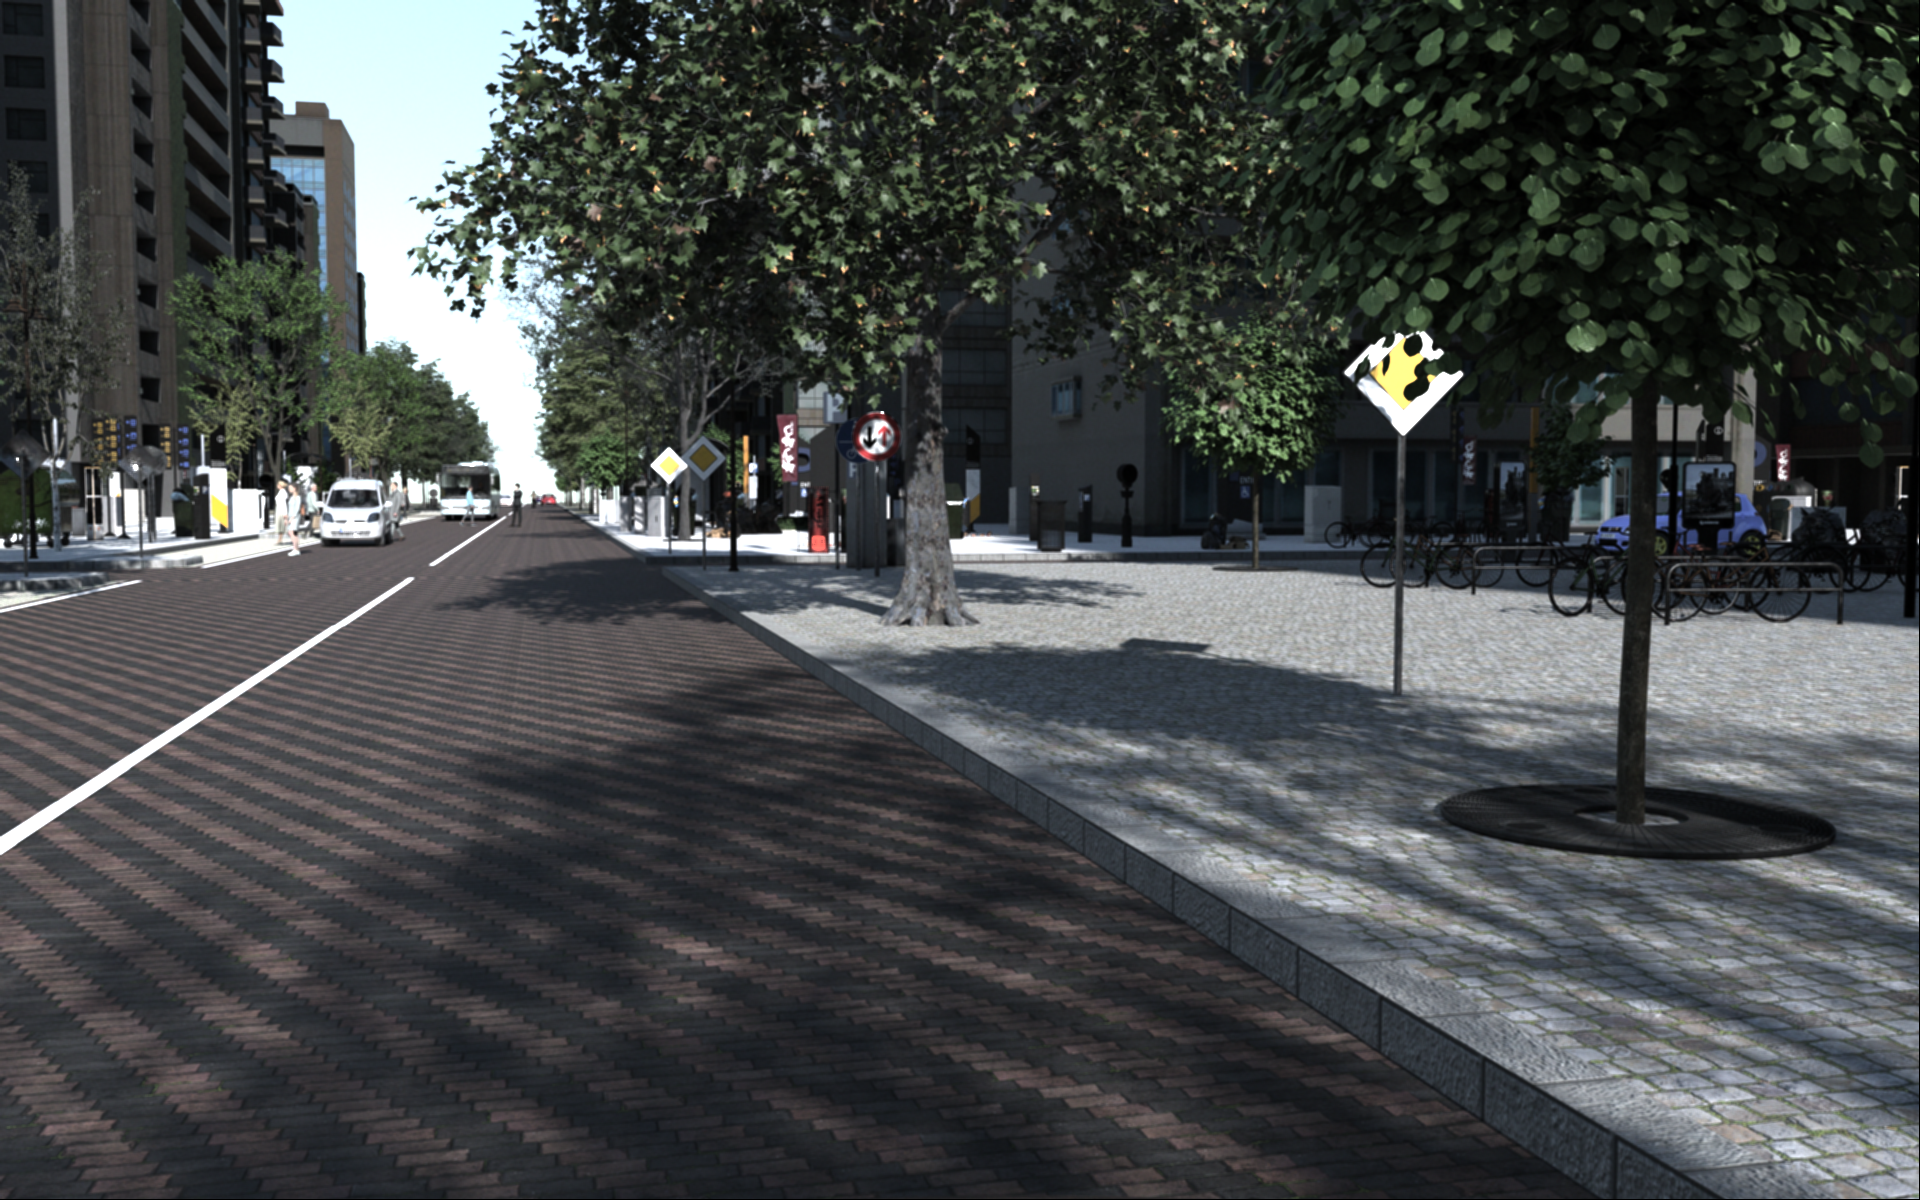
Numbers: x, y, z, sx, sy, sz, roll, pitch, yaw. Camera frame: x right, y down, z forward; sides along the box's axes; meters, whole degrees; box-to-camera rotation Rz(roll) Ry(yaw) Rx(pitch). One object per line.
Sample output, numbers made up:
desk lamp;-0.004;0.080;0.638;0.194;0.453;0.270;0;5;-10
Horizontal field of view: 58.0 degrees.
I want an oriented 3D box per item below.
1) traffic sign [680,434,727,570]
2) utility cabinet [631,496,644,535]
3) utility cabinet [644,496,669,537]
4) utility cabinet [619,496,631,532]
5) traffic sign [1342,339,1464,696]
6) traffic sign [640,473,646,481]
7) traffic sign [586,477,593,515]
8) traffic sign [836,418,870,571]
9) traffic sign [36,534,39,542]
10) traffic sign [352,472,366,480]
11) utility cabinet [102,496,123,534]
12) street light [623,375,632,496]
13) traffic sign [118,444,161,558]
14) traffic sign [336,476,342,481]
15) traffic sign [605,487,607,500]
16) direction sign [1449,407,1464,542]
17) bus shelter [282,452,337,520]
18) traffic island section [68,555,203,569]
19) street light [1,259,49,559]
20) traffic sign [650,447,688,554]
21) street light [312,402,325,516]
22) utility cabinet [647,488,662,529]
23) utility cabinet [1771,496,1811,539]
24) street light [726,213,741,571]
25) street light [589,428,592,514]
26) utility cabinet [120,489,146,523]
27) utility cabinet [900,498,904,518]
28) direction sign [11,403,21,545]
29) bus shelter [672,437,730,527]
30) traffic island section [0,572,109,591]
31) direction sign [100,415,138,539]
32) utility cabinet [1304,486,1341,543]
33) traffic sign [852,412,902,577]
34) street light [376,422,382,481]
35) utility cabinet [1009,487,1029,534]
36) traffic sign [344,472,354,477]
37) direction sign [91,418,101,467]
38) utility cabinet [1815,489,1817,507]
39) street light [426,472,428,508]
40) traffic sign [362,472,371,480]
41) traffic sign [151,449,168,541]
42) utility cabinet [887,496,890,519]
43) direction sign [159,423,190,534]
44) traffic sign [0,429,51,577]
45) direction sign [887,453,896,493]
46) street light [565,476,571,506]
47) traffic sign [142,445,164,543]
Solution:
traffic sign;-4.327;-1.566;29.239;0.795;2.450;0.064;-1;4;-14
utility cabinet;-10.230;-2.701;55.324;0.306;1.237;1.020;0;4;-6
utility cabinet;-8.991;-2.474;51.603;0.306;1.237;1.020;-2;4;-33
utility cabinet;-11.516;-2.971;59.739;0.306;1.237;1.020;0;4;-4
traffic sign;2.784;-0.598;10.957;0.795;2.450;0.064;0;4;-7
traffic sign;-18.490;-6.133;100.387;0.768;2.556;0.104;-1;4;-13
traffic sign;-22.716;-6.533;106.922;0.768;2.556;0.104;0;4;-5
traffic sign;-1.701;-1.767;28.992;0.768;2.556;0.104;-1;4;-10
traffic sign;-24.724;-2.827;46.323;0.768;2.556;0.104;-1;4;-10
traffic sign;-33.921;-5.973;97.772;0.768;2.556;0.104;0;4;-7
utility cabinet;-27.186;-2.717;55.581;0.306;1.237;1.020;-3;5;-43
street light;-12.339;-5.586;64.111;0.468;5.910;1.993;-1;4;-14
traffic sign;-16.364;-1.892;34.570;0.795;2.450;0.064;-1;4;-14
traffic sign;-35.995;-6.097;99.784;0.768;2.556;0.104;0;4;-8
traffic sign;-19.840;-5.935;97.140;0.768;2.556;0.104;0;4;-6
direction sign;12.863;-3.235;44.883;0.379;3.537;0.876;3;4;37
bus shelter;-32.533;-5.671;86.643;2.014;3.302;5.546;-1;4;-14
traffic island section;-16.385;-0.755;34.627;2.009;0.180;2.903;-1;4;-14
street light;-18.428;-3.761;34.274;0.468;5.910;1.993;-1;4;-14
traffic sign;-6.207;-2.040;37.000;0.795;2.450;0.064;-1;4;-14
street light;-29.518;-6.553;79.922;0.468;5.910;1.993;-1;4;-14
utility cabinet;-10.919;-3.249;61.800;0.318;1.500;1.173;-1;4;-22
utility cabinet;23.669;-2.336;49.357;0.306;1.237;1.020;-3;4;-36
street light;-3.767;-3.417;28.653;0.468;5.910;1.993;-1;4;-14
street light;-23.462;-8.377;109.752;0.468;5.910;1.993;-1;4;-14
utility cabinet;-36.684;-4.160;76.698;1.173;1.500;0.318;1;4;14
utility cabinet;-1.741;-3.576;67.143;1.173;1.500;0.318;-2;4;-30
direction sign;-23.599;-3.137;43.288;0.379;3.537;0.876;-2;4;-25
bus shelter;-9.717;-4.322;64.592;2.014;3.302;5.546;-1;4;-14
traffic island section;-14.505;-0.280;26.865;2.009;0.180;2.903;-1;4;-14
direction sign;-24.090;-3.535;49.797;0.876;3.537;0.379;-3;5;-41
utility cabinet;9.548;-2.255;45.541;1.173;1.500;0.318;-3;5;-40
traffic sign;-1.289;-1.639;26.902;0.768;2.556;0.104;0;4;-5
street light;-36.390;-8.311;108.679;0.468;5.910;1.993;-1;4;-14
utility cabinet;2.000;-2.840;55.109;0.318;1.500;1.173;3;4;36
traffic sign;-34.943;-6.068;99.310;0.768;2.556;0.104;0;4;-7
direction sign;-25.669;-3.681;52.181;0.379;3.537;0.876;3;4;37
utility cabinet;31.102;-3.339;63.271;0.318;1.500;1.173;2;4;30
street light;-47.651;-11.134;154.822;0.468;5.910;1.993;-1;4;-14
traffic sign;-34.703;-6.165;100.909;0.768;2.556;0.104;0;4;-4
traffic sign;-22.090;-2.895;47.437;0.768;2.556;0.104;0;4;-8
utility cabinet;-2.845;-2.893;58.470;1.020;1.237;0.306;-3;5;-40
direction sign;-25.199;-3.891;55.616;0.876;3.537;0.379;-2;4;-30
traffic sign;-14.484;-1.417;26.809;0.795;2.450;0.064;-1;4;-14
direction sign;-3.262;-5.251;77.856;0.876;3.537;0.379;2;4;25
street light;-41.463;-12.929;184.171;0.468;5.910;1.993;-1;4;-14
traffic sign;-21.210;-2.764;45.303;0.768;2.556;0.104;-1;4;-12
